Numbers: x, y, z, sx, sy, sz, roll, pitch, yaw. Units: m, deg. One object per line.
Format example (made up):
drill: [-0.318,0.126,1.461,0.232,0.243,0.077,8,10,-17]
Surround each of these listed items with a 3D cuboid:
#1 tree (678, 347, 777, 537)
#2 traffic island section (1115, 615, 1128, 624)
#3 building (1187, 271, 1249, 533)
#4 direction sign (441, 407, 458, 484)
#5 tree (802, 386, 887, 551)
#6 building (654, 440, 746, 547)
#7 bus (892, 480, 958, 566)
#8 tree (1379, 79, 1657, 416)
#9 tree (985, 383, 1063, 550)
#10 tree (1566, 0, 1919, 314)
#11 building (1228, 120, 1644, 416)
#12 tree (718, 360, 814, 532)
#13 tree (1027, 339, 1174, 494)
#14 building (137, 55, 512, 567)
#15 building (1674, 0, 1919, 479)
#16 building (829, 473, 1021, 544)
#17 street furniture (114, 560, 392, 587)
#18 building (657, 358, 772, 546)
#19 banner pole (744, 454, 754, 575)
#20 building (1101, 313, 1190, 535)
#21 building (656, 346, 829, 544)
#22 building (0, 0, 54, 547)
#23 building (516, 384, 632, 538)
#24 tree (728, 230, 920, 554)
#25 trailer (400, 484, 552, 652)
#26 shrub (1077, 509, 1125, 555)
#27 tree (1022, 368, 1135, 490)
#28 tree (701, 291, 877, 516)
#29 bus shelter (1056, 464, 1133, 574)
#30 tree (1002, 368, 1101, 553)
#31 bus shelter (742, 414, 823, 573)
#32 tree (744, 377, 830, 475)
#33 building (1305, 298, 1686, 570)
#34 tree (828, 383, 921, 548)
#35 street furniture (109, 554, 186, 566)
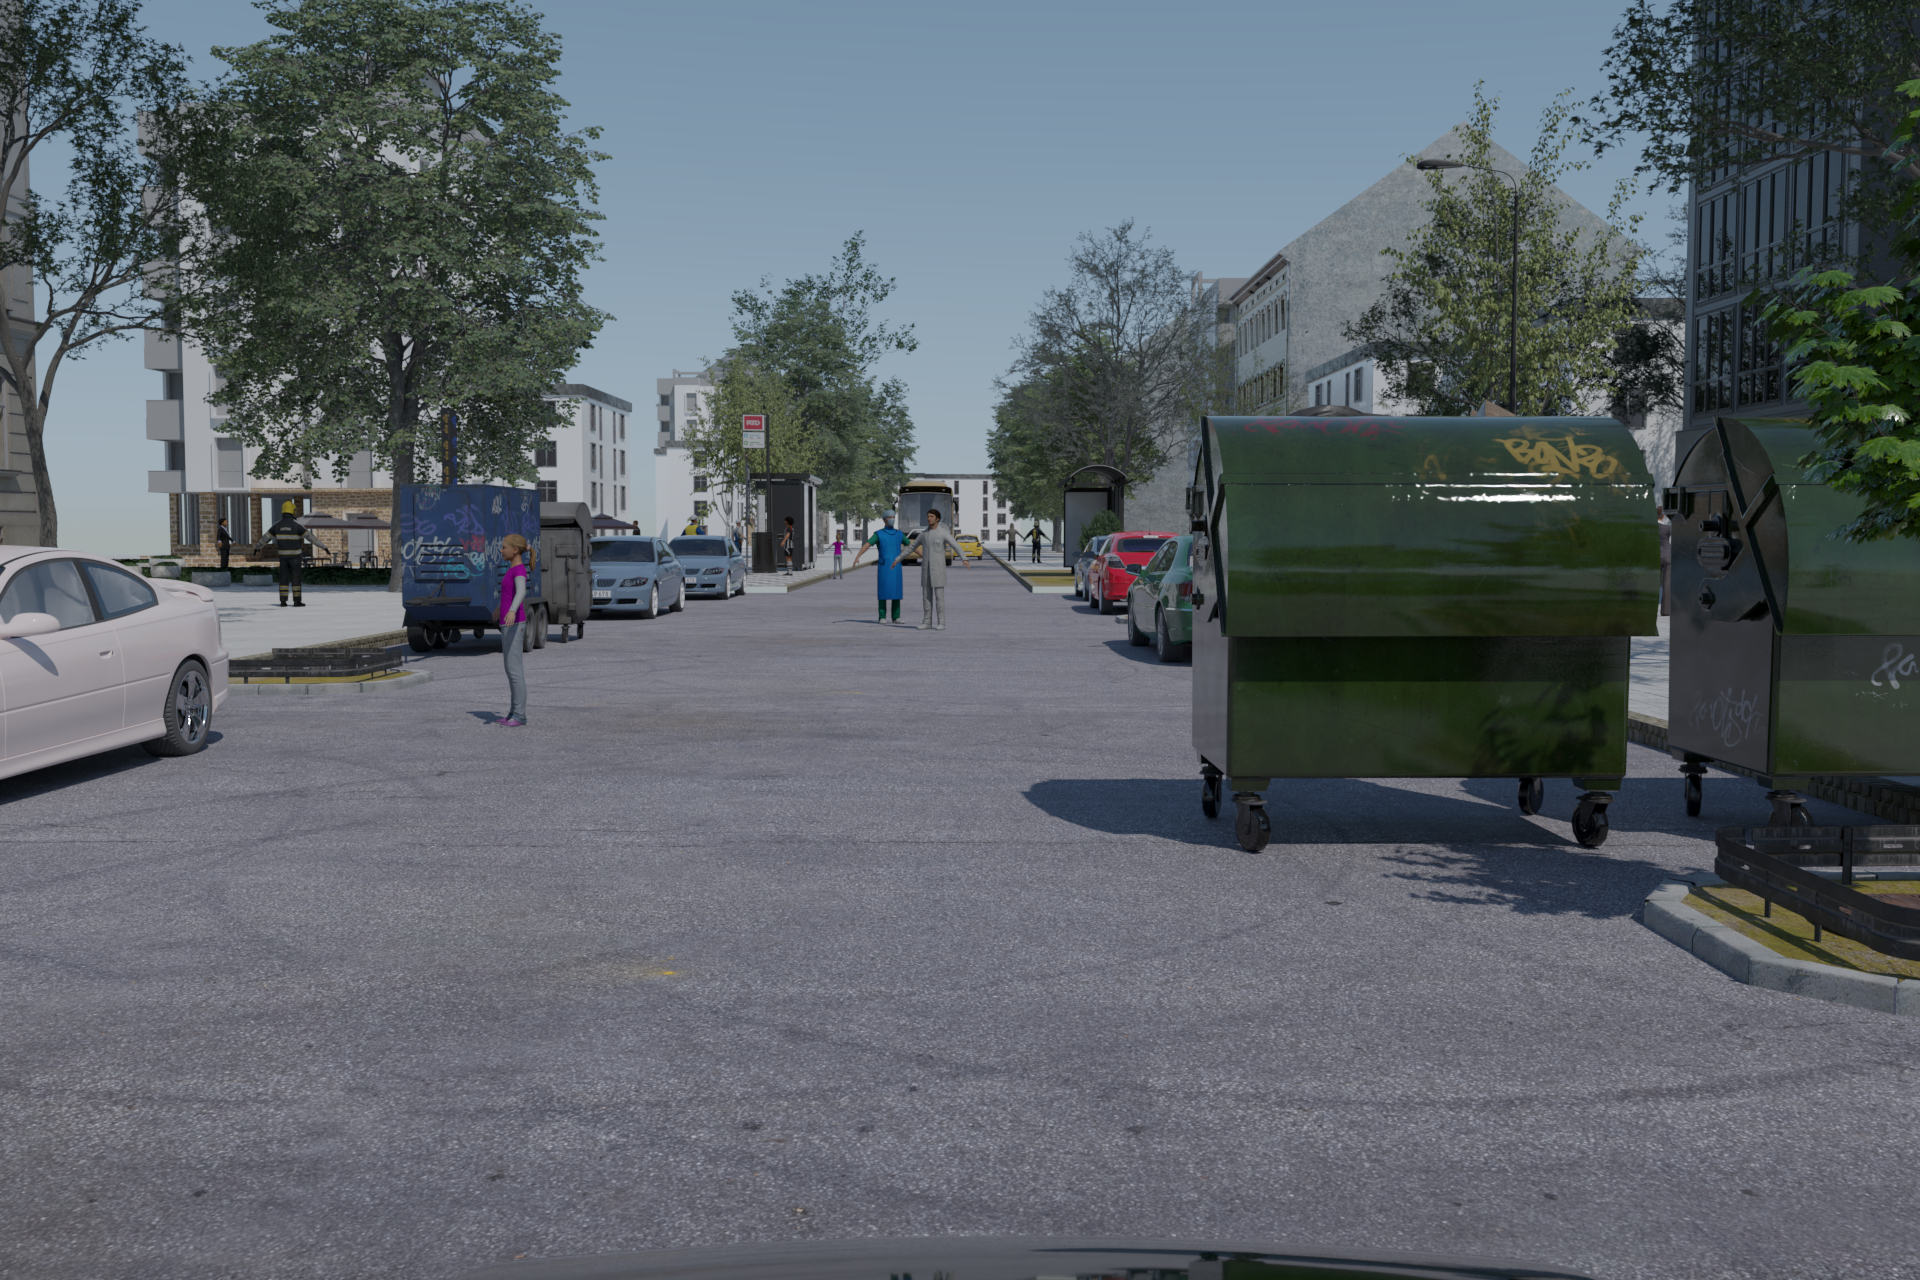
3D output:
tree: [-9.284,-7.248,68.864,4.737,8.622,4.395,0,3,0]
traffic island section: [3.543,-0.321,28.120,1.991,0.108,1.994,0,4,1]
building: [21.797,-16.456,125.483,16.016,20.090,11.380,0,4,0]
direction sign: [-9.220,-2.406,31.336,0.379,3.537,0.876,0,4,-1]
tree: [-9.154,-13.102,132.340,7.486,12.596,7.792,0,3,0]
building: [-25.348,-13.893,169.293,9.099,9.664,28.070,0,4,1]
bus: [-1.547,-5.537,82.082,2.896,3.916,12.252,0,4,0]
tree: [9.206,-4.798,28.806,4.737,8.622,4.395,0,3,0]
tree: [6.439,-14.449,142.901,9.857,13.997,8.962,0,3,0]
tree: [9.130,-4.904,14.599,8.767,10.594,7.601,3,5,42]
building: [26.822,-16.559,101.672,19.493,23.208,18.063,0,4,0]
tree: [-8.635,-7.593,74.509,4.737,8.622,4.395,0,3,0]
tree: [6.713,-9.106,83.296,7.601,10.594,8.767,-1,4,-21]
building: [-26.490,-13.059,69.929,16.016,20.090,11.380,0,3,0]
building: [26.802,-13.113,33.468,14.314,24.678,30.058,0,4,1]
building: [-5.476,-17.907,237.383,28.070,9.664,9.099,-1,4,-9]
street furniture: [-17.066,-1.773,44.615,10.072,0.657,5.734,-1,4,-14]
building: [-26.531,-20.252,187.531,16.016,20.090,11.380,0,3,0]
banner pole: [-6.690,-3.953,54.653,0.401,3.779,0.863,0,4,2]
building: [23.004,-20.490,165.940,19.493,23.208,18.063,0,4,0]
building: [-25.961,-23.314,212.109,19.493,23.208,18.063,0,4,-1]
building: [-31.813,-12.183,31.212,16.112,23.069,30.059,0,4,1]
building: [-25.508,-10.321,110.901,9.099,9.664,28.070,0,4,0]
tree: [-8.543,-15.491,109.162,12.611,20.169,13.585,0,3,0]
trailer: [-5.911,-0.825,20.541,1.471,1.999,3.904,0,3,0]
shrub: [4.014,-2.636,47.514,1.690,2.028,1.600,0,3,0]
tree: [7.266,-10.844,103.058,9.928,11.665,9.643,0,3,0]
tree: [-8.938,-11.372,92.592,9.857,13.997,8.962,0,3,0]
bus shelter: [4.055,-3.610,52.941,2.014,3.302,5.546,0,4,1]
tree: [6.679,-12.154,116.850,7.486,12.596,7.792,0,3,0]
bus shelter: [-6.215,-5.081,60.714,2.179,5.291,8.768,0,4,0]
tree: [-8.339,-7.979,80.827,4.737,8.622,4.395,0,3,0]
building: [22.419,-8.166,75.656,9.099,9.664,28.070,0,4,0]
tree: [-8.171,-14.701,147.011,9.857,13.997,8.962,0,3,0]
street furniture: [-28.508,-2.471,56.029,5.734,0.657,10.072,-2,4,-35]
